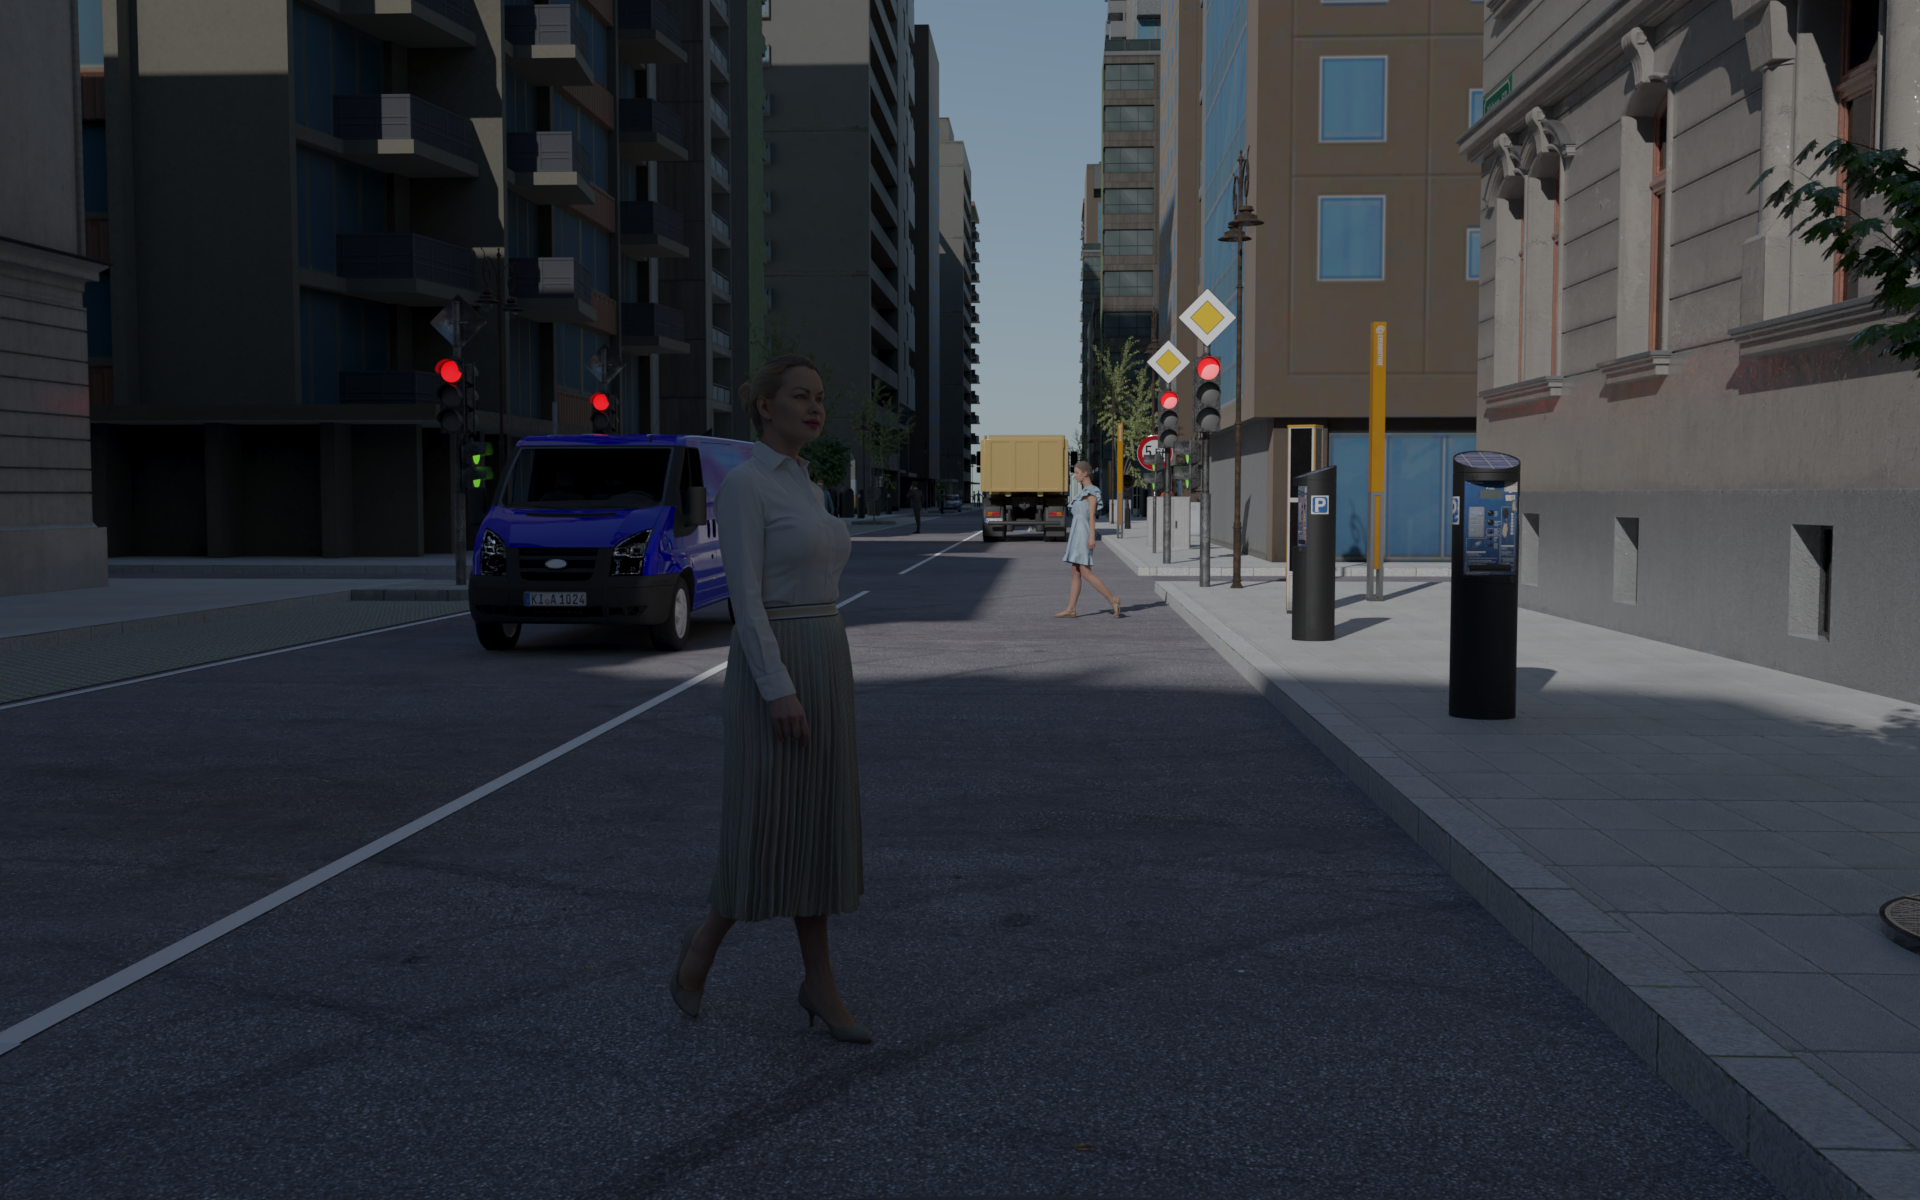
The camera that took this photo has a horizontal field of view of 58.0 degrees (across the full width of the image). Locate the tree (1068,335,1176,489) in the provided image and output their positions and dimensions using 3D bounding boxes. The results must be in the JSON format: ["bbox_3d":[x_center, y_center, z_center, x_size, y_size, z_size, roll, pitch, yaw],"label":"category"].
[{"bbox_3d":[7.541,-7.915,79.772,4.737,8.622,4.395,0,3,0],"label":"tree"}]

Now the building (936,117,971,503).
[{"bbox_3d":[-9.661,-36.896,226.953,21.300,48.544,21.600,0,4,3],"label":"building"}]

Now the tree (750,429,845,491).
[{"bbox_3d":[-7.526,-5.483,73.366,4.285,4.588,4.351,0,3,0],"label":"tree"}]

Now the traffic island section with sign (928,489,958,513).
[{"bbox_3d":[-1.382,-7.441,130.295,1.989,1.847,2.006,0,4,3],"label":"traffic island section with sign"}]

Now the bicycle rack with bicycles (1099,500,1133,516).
[{"bbox_3d":[9.344,-5.507,103.422,2.925,0.926,2.852,-1,4,-8],"label":"bicycle rack with bicycles"}]

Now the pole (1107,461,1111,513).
[{"bbox_3d":[9.180,-6.885,106.413,0.158,3.312,0.155,0,3,0],"label":"pole"}]

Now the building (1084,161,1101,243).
[{"bbox_3d":[23.420,-35.392,228.777,14.600,45.320,14.200,0,4,3],"label":"building"}]

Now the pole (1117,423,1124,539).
[{"bbox_3d":[4.614,-3.425,49.846,0.158,3.312,0.155,0,3,0],"label":"pole"}]

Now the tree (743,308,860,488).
[{"bbox_3d":[-6.619,-7.191,67.941,4.737,8.622,4.395,0,3,0],"label":"tree"}]

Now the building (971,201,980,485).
[{"bbox_3d":[-8.426,-36.551,252.225,22.147,44.769,28.867,0,4,3],"label":"building"}]

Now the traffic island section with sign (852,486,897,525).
[{"bbox_3d":[-4.019,-4.455,81.473,1.989,1.847,2.006,0,4,3],"label":"traffic island section with sign"}]

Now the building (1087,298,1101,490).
[{"bbox_3d":[26.393,-19.681,166.818,27.650,21.520,28.899,0,4,3],"label":"building"}]

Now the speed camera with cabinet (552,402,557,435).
[{"bbox_3d":[-8.488,-2.589,36.661,0.660,3.252,2.038,0,4,-4],"label":"speed camera with cabinet"}]

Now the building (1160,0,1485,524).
[{"bbox_3d":[17.659,-26.841,88.966,14.600,45.320,14.200,0,4,3],"label":"building"}]

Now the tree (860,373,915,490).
[{"bbox_3d":[-5.056,-9.461,105.045,4.737,8.622,4.395,0,3,0],"label":"tree"}]

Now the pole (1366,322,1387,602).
[{"bbox_3d":[4.965,-1.639,20.645,0.158,3.312,0.155,0,3,0],"label":"pole"}]

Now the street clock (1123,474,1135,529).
[{"bbox_3d":[6.155,-3.605,63.519,0.471,2.002,0.358,2,4,25],"label":"street clock"}]

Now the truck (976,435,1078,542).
[{"bbox_3d":[2.104,-3.632,55.310,3.469,3.379,9.791,0,4,3],"label":"truck"}]

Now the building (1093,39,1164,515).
[{"bbox_3d":[16.223,-20.918,113.713,14.160,30.474,14.107,0,4,3],"label":"building"}]

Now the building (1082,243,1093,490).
[{"bbox_3d":[21.112,-26.214,200.292,14.160,30.474,14.107,0,4,3],"label":"building"}]

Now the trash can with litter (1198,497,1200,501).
[{"bbox_3d":[10.998,-3.981,76.155,2.233,1.210,1.678,2,4,34],"label":"trash can with litter"}]

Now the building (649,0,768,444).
[{"bbox_3d":[-16.913,-24.160,78.617,14.154,41.232,14.086,0,4,3],"label":"building"}]

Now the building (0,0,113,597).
[{"bbox_3d":[-21.112,-9.455,19.217,19.286,19.102,10.561,0,4,3],"label":"building"}]

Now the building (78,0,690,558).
[{"bbox_3d":[-19.955,-23.995,46.937,22.147,44.769,28.867,0,4,3],"label":"building"}]

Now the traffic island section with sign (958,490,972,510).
[{"bbox_3d":[0.086,-9.124,157.798,1.989,1.847,2.006,0,4,3],"label":"traffic island section with sign"}]

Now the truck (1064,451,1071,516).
[{"bbox_3d":[6.202,-7.923,118.460,2.839,4.237,11.283,0,4,3],"label":"truck"}]

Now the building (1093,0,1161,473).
[{"bbox_3d":[22.601,-31.554,135.512,23.786,49.044,30.456,0,4,3],"label":"building"}]

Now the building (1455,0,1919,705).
[{"bbox_3d":[12.066,-13.611,9.924,14.401,28.519,23.554,0,4,3],"label":"building"}]

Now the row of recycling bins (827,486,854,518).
[{"bbox_3d":[-7.499,-5.293,93.660,3.534,1.692,1.069,-1,4,-8],"label":"row of recycling bins"}]

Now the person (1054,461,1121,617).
[{"bbox_3d":[1.476,-0.699,20.030,0.778,1.811,0.616,0,4,7],"label":"person"}]

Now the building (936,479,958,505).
[{"bbox_3d":[-16.620,-31.346,204.392,32.217,40.220,23.993,0,4,3],"label":"building"}]

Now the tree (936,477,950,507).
[{"bbox_3d":[-2.093,-11.072,175.632,1.663,3.219,1.824,0,3,0],"label":"tree"}]

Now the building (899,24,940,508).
[{"bbox_3d":[-9.301,-31.422,163.867,14.600,45.320,14.200,0,4,3],"label":"building"}]

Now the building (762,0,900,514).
[{"bbox_3d":[-15.733,-30.277,118.734,21.300,48.544,21.600,0,4,3],"label":"building"}]

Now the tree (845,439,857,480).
[{"bbox_3d":[-6.748,-6.235,85.649,4.285,4.588,4.351,0,3,0],"label":"tree"}]

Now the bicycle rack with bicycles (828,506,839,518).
[{"bbox_3d":[-8.364,-5.365,101.097,2.852,0.926,2.925,-3,5,-41],"label":"bicycle rack with bicycles"}]

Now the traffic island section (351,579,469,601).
[{"bbox_3d":[-7.073,-0.135,24.496,2.009,0.180,2.903,0,4,3],"label":"traffic island section"}]

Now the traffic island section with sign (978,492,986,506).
[{"bbox_3d":[3.140,-12.601,214.647,1.989,1.847,2.006,0,4,3],"label":"traffic island section with sign"}]

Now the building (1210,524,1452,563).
[{"bbox_3d":[12.885,-23.677,37.233,14.200,45.320,14.600,0,4,3],"label":"building"}]

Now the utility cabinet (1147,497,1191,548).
[{"bbox_3d":[5.011,-1.859,41.563,1.020,1.237,0.306,1,4,13],"label":"utility cabinet"}]

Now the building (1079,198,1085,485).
[{"bbox_3d":[28.452,-36.443,250.474,22.147,44.769,28.867,0,4,3],"label":"building"}]

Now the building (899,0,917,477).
[{"bbox_3d":[-17.964,-33.885,143.266,28.713,52.752,27.495,0,4,3],"label":"building"}]

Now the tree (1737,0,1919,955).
[{"bbox_3d":[3.273,-0.617,4.688,1.663,3.219,1.824,0,3,0],"label":"tree"}]
